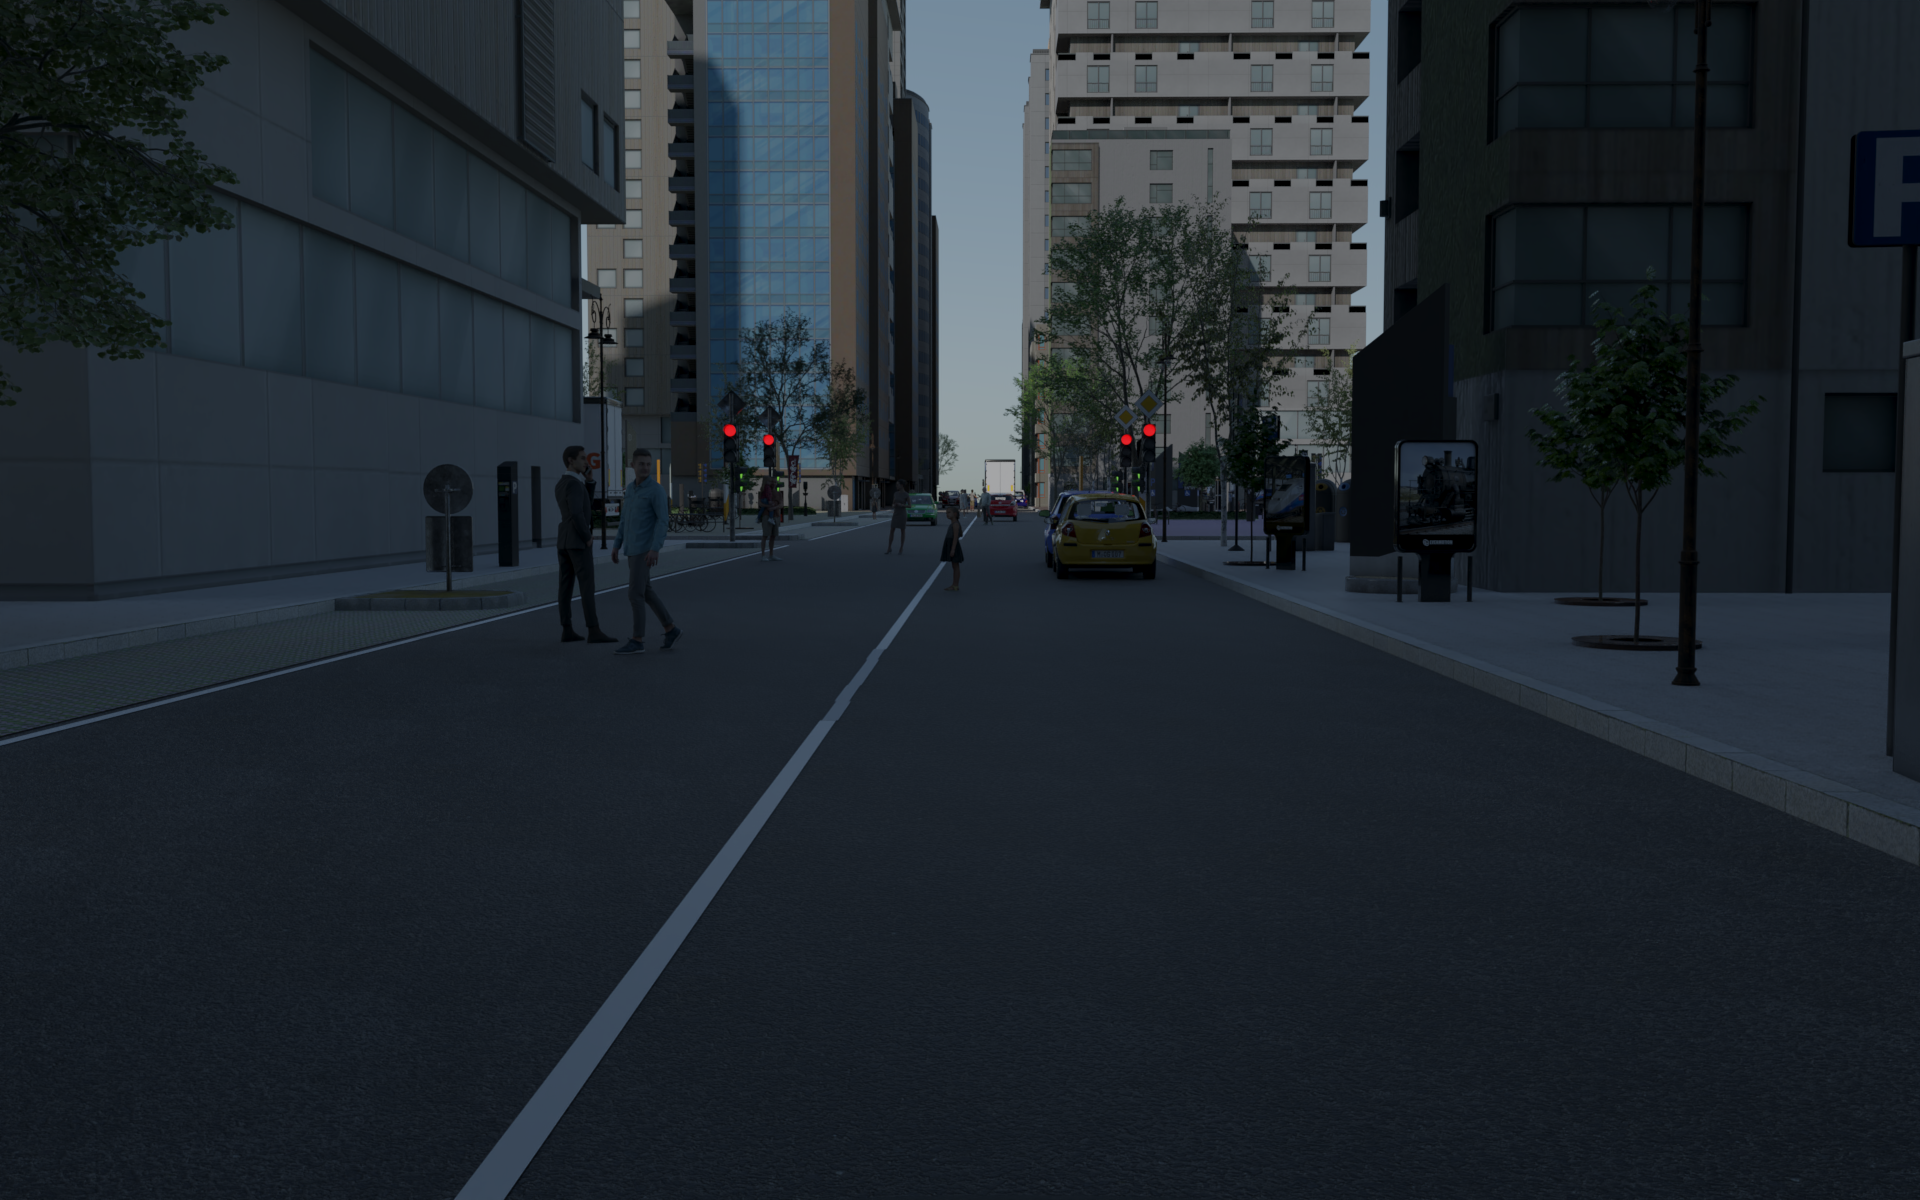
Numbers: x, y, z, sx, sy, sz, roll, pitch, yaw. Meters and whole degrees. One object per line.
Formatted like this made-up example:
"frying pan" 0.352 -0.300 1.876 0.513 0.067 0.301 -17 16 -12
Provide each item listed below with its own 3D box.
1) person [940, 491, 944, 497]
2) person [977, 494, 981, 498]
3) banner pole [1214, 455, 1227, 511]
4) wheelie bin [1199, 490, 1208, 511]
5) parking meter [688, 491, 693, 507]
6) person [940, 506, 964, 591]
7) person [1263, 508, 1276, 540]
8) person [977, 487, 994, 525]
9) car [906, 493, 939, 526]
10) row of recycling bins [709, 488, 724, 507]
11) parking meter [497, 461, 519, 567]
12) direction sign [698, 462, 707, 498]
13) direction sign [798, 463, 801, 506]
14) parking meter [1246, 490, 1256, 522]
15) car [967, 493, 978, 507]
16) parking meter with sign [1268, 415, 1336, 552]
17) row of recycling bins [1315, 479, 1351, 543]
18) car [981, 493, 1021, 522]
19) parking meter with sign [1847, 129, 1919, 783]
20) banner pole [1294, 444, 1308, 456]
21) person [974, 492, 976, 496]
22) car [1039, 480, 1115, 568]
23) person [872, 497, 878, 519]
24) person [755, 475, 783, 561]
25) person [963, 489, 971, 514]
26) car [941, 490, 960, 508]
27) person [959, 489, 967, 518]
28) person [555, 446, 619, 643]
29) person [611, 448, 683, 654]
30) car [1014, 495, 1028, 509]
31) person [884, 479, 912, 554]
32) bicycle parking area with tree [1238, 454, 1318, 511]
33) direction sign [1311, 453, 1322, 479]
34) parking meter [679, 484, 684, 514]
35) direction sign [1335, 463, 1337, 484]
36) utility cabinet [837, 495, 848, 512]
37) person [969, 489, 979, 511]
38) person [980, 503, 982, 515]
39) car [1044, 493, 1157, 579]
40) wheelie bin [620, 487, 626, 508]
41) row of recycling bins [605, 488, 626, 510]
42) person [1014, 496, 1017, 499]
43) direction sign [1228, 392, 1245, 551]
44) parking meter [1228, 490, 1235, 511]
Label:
"person" -2.156 -13.367 227.028 1.348 1.826 0.705 -3 5 -41
"person" 2.845 -14.547 249.529 0.799 1.438 0.628 -2 4 -30
"banner pole" 14.989 -6.735 100.133 0.863 3.779 0.401 0 4 -1
"wheelie bin" 17.828 -7.285 127.013 0.980 1.594 0.693 -2 4 -32
"parking meter" -19.275 -7.065 123.919 0.372 1.533 0.369 0 3 0
"person" -0.123 -0.760 25.593 0.373 1.253 0.362 -1 4 -10
"person" 9.209 -2.559 50.529 0.709 1.800 0.728 1 4 19
"person" 1.136 -4.350 80.108 0.782 1.767 0.515 3 4 37
"car" -1.945 -4.318 79.388 1.959 1.807 4.718 0 3 0
"row of recycling bins" -17.598 -7.245 125.570 1.069 1.692 3.534 0 4 -3
"parking meter" -7.990 -1.523 30.614 0.255 1.863 0.399 0 4 7
"direction sign" -18.298 -8.016 123.059 0.379 3.537 0.876 3 4 36
"direction sign" -11.717 -8.209 126.213 0.379 3.537 0.876 -1 4 -19
"parking meter" 13.627 -4.607 81.028 0.399 1.863 0.255 2 4 32
"car" 1.025 -10.801 186.191 1.945 1.707 3.694 0 4 1
"parking meter with sign" 7.637 -2.609 38.911 1.738 3.016 0.543 -2 4 -28
"row of recycling bins" 10.609 -2.350 45.537 1.069 1.692 3.534 -3 4 -37
"car" 2.144 -5.054 91.681 2.155 1.783 4.494 0 4 2
"parking meter with sign" 4.441 -0.692 7.579 0.543 3.016 1.738 1 4 9
"banner pole" 16.940 -5.892 86.345 0.863 3.779 0.401 0 4 -3
"person" 2.290 -15.405 261.294 0.530 1.710 0.541 3 5 43
"car" 2.566 -1.554 35.004 1.945 1.707 3.694 0 4 2
"person" -4.797 -5.153 97.427 0.362 1.253 0.373 3 4 38
"person" -4.086 -1.748 37.048 0.573 1.828 0.580 0 4 7
"person" 0.508 -7.088 124.745 0.716 1.782 0.532 2 4 33
"car" -0.813 -10.222 175.799 2.281 1.827 5.304 0 3 0
"person" 0.109 -5.699 102.421 0.466 1.731 0.760 3 5 41
"person" -3.668 -0.548 16.822 0.474 1.900 0.648 -3 4 -37
"person" -2.802 -0.446 15.648 0.748 1.841 0.638 -2 4 -33
"car" 5.618 -9.403 166.312 1.945 1.354 3.894 0 4 0
"person" -1.474 -1.977 41.169 0.599 1.781 0.374 2 4 29
"bicycle parking area with tree" 23.232 -8.449 125.135 8.231 4.147 9.016 1 4 16
"direction sign" 19.746 -6.360 95.983 0.876 3.537 0.379 -3 4 -38
"parking meter" -16.244 -5.837 101.151 0.255 1.863 0.399 0 4 -7
"direction sign" 27.619 -8.275 127.294 0.379 3.537 0.876 1 4 16
"utility cabinet" -8.712 -7.099 127.234 1.020 1.237 0.306 -3 5 -41
"person" 1.041 -8.252 143.419 1.348 1.824 0.705 3 5 44
"person" 1.565 -6.573 120.247 0.640 1.303 0.475 2 4 28
"car" 2.508 -1.249 30.643 2.015 1.641 3.980 0 4 2
"wheelie bin" -14.203 -4.088 74.742 0.980 1.594 0.693 3 4 38
"row of recycling bins" -25.529 -7.294 126.372 3.534 1.692 1.069 3 5 40
"person" 4.485 -8.834 153.645 1.217 1.736 0.721 1 4 15
"direction sign" 6.249 -2.879 39.067 0.379 3.537 0.876 1 4 21
"parking meter" 15.914 -5.696 101.548 0.372 1.533 0.369 0 3 0
